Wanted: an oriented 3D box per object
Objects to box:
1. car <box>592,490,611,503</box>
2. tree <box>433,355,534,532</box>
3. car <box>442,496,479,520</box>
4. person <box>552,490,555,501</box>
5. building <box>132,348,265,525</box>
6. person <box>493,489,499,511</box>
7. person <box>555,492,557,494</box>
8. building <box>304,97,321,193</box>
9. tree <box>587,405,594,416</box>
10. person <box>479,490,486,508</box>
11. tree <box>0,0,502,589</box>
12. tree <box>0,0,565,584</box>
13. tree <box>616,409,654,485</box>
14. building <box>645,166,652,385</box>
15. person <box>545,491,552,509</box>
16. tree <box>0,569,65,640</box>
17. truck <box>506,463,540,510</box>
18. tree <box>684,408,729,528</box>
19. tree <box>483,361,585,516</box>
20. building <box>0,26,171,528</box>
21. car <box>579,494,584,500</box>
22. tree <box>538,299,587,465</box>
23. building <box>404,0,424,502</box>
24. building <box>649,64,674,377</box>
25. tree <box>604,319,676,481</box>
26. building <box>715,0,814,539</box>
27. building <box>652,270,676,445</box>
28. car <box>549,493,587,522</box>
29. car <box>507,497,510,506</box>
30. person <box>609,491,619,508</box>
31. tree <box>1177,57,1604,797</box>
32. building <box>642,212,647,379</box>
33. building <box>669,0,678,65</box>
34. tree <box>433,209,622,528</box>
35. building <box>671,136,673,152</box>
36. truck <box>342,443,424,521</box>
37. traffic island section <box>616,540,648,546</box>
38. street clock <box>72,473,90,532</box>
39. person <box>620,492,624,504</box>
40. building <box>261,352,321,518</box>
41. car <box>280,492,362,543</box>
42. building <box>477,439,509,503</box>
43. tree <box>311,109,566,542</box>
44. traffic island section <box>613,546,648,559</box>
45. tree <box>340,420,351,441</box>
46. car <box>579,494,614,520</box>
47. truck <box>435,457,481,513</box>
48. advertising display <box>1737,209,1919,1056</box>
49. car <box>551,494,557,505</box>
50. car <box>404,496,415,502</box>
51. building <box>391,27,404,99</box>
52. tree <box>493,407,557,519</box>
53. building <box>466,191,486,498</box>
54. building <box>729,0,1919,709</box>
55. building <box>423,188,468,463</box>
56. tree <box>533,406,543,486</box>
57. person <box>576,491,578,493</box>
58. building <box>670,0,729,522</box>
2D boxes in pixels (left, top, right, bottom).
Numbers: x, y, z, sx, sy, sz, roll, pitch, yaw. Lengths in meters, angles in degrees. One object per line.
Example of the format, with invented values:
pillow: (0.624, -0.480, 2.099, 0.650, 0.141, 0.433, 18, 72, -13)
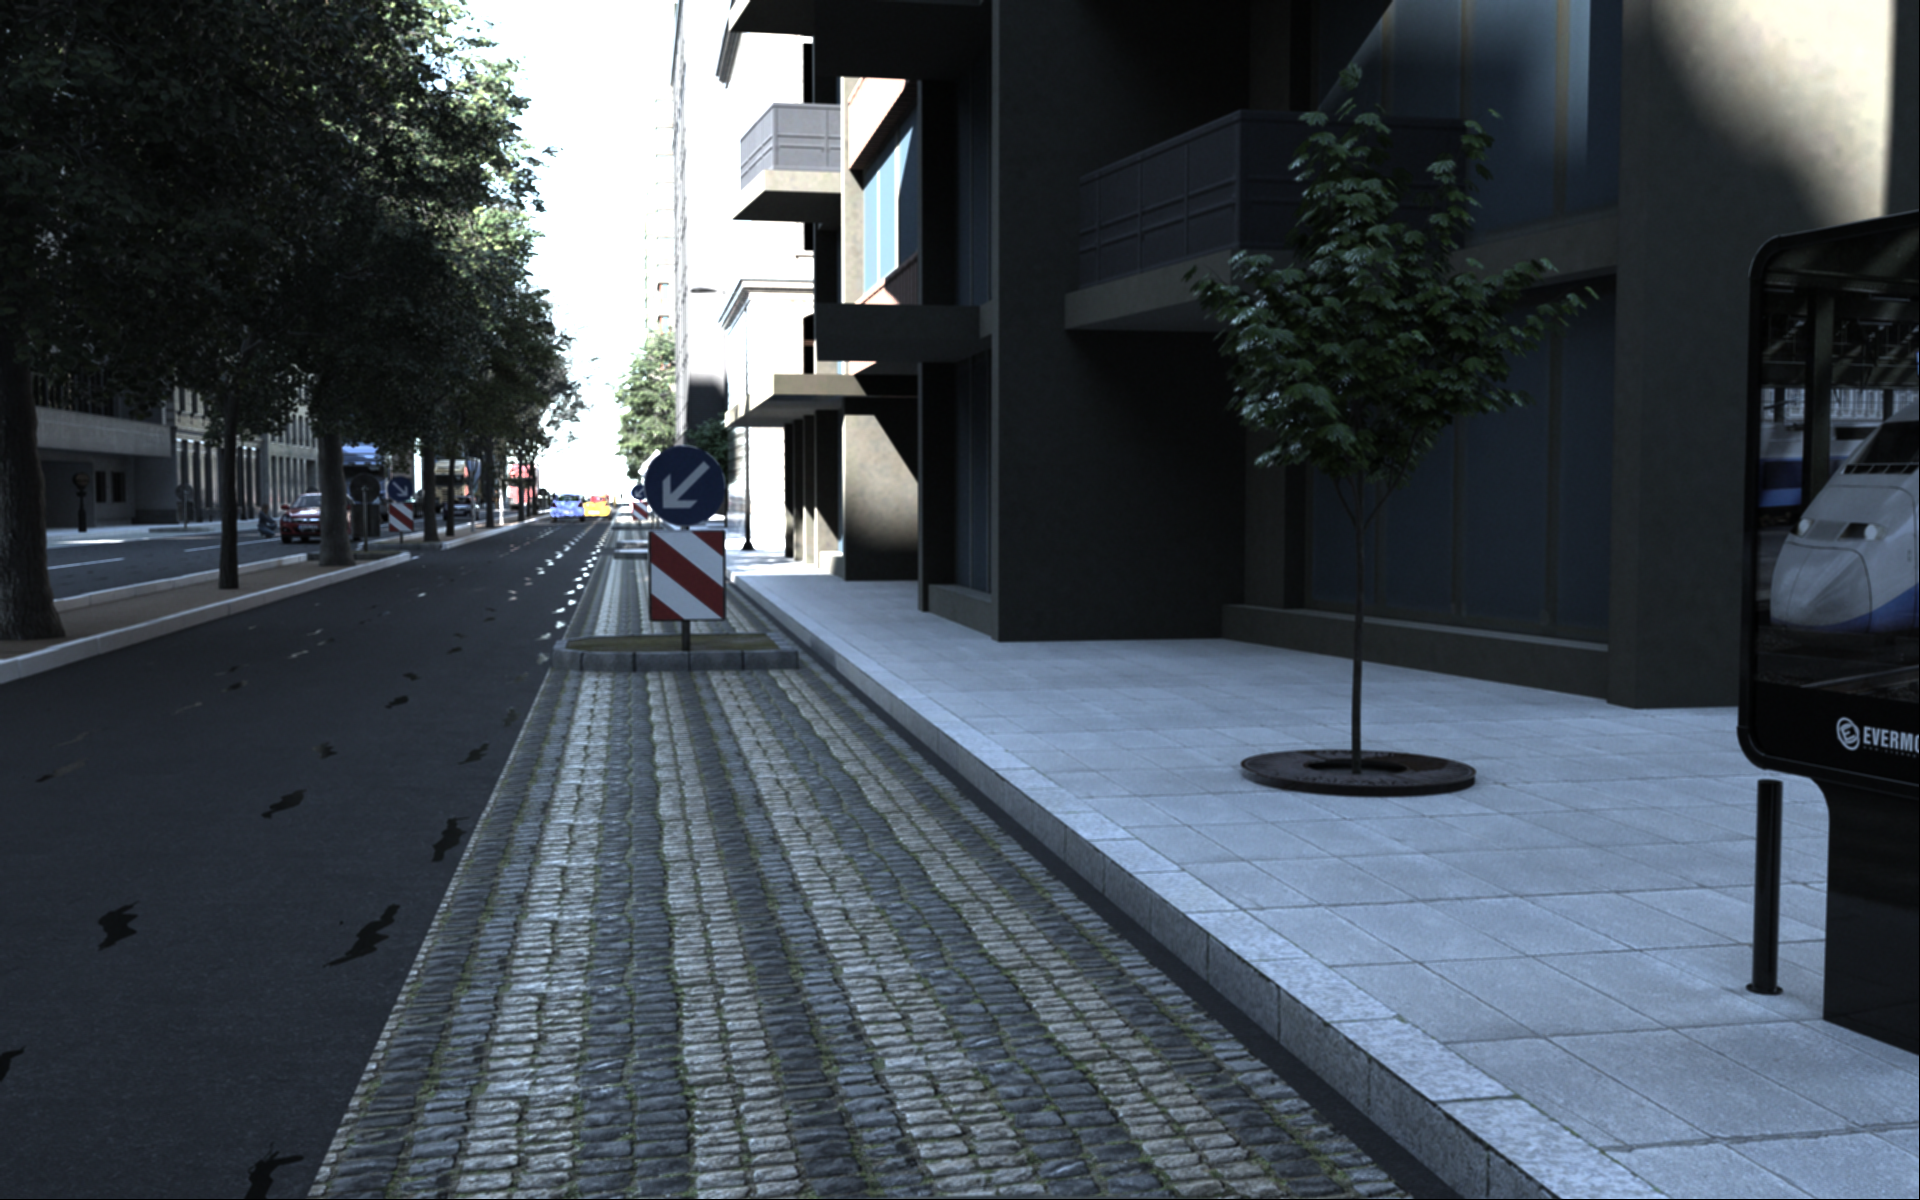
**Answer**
car: (-37.270, -10.439, 179.343, 2.281, 1.827, 5.304, -1, 4, -12)
tree: (-18.073, -6.802, 64.025, 4.360, 8.622, 3.978, 0, 3, 0)
car: (-27.530, -5.077, 95.584, 1.945, 1.354, 3.894, -1, 4, -12)
person: (-37.050, -9.150, 158.126, 0.705, 1.821, 1.348, 0, 3, 0)
building: (-39.314, -14.150, 80.505, 9.793, 20.994, 18.267, -1, 4, -11)
person: (-39.536, -8.531, 147.620, 0.705, 1.869, 1.348, -2, 4, -28)
person: (-57.651, -14.526, 246.514, 0.721, 1.766, 1.217, -1, 4, -8)
building: (-59.916, -26.537, 125.759, 32.217, 40.220, 23.993, -1, 4, -11)
tree: (-26.384, -10.302, 105.310, 8.767, 10.594, 7.601, -1, 4, -11)
person: (-49.532, -10.436, 179.227, 1.348, 1.812, 0.705, 1, 4, 9)
tree: (-10.952, -5.413, 25.373, 8.767, 10.594, 7.601, -1, 4, -11)
tree: (-12.384, -7.636, 33.968, 9.857, 13.997, 8.962, 0, 3, 0)
tree: (-35.510, -17.520, 203.464, 9.611, 12.733, 9.660, 0, 3, 0)
building: (-32.511, -32.761, 219.229, 14.154, 41.232, 14.086, -1, 4, -11)
person: (-39.224, -9.548, 165.343, 1.217, 1.736, 0.721, -1, 4, -12)
tree: (-9.232, -6.576, 16.626, 9.857, 13.997, 8.962, 0, 3, 0)
truck: (-39.363, -10.256, 156.604, 2.839, 4.237, 11.283, -1, 4, -12)
tree: (-9.068, -5.057, 66.398, 4.285, 4.588, 4.351, 0, 3, 0)
tree: (-28.274, -11.384, 114.333, 9.928, 11.665, 9.643, 0, 3, 0)
building: (-37.160, -14.507, 56.250, 14.314, 24.678, 30.058, -1, 4, -11)
car: (-25.227, -6.390, 113.271, 1.959, 1.807, 4.718, -1, 4, -10)
tree: (-17.215, -7.406, 57.950, 8.767, 10.594, 7.601, -1, 4, -11)
building: (-63.100, -52.240, 166.799, 22.319, 86.520, 31.000, -1, 4, -11)
building: (-22.722, -29.728, 169.641, 14.154, 41.232, 14.086, -1, 4, -11)
tree: (-21.550, -13.535, 127.954, 9.857, 13.997, 8.962, 0, 3, 0)
building: (9.625, -14.574, 57.362, 34.723, 24.649, 14.460, -1, 4, -11)
building: (-12.424, -18.675, 150.368, 27.650, 21.520, 28.899, -1, 4, -11)
car: (-20.349, -4.912, 89.900, 1.945, 1.707, 3.694, -1, 4, -12)
car: (-53.397, -12.209, 208.653, 2.155, 1.783, 4.494, -1, 4, -11)
person: (-34.713, -10.072, 173.909, 0.721, 1.736, 1.217, 3, 4, 39)
tree: (1.723, -0.811, 7.863, 1.663, 3.219, 1.824, 0, 3, 0)
building: (-36.997, -37.300, 264.472, 22.147, 44.769, 28.867, -1, 4, -11)
building: (-22.770, -45.755, 186.347, 20.563, 71.187, 20.611, -1, 4, -11)
tree: (-19.673, -9.735, 71.990, 12.009, 13.543, 11.850, 0, 3, 0)
building: (-10.985, -19.764, 110.529, 14.401, 28.519, 23.554, -1, 4, -11)
truck: (-32.257, -6.544, 96.759, 2.967, 4.110, 18.799, -1, 4, -11)
traffic island section: (-8.303, -1.511, 46.984, 2.009, 0.180, 2.903, -1, 4, -11)
street clock: (-29.592, -3.289, 58.350, 0.358, 2.002, 0.471, 3, 4, 37)
person: (-47.881, -14.436, 244.979, 0.683, 1.767, 0.568, 1, 4, 12)
building: (-42.946, -14.858, 97.681, 10.420, 20.320, 16.860, -1, 4, -11)
car: (-19.227, -2.639, 52.184, 2.155, 1.783, 4.494, -1, 4, -10)
building: (-81.511, -25.010, 253.945, 27.650, 21.520, 28.899, -1, 4, -11)
tree: (-15.465, -7.943, 50.456, 7.486, 12.596, 7.792, 0, 3, 0)
traffic island section: (-6.799, -1.031, 39.141, 2.009, 0.180, 2.903, -1, 4, -11)
tree: (-41.857, -9.996, 113.789, 4.737, 8.622, 4.395, 0, 3, 0)
car: (-20.261, -5.257, 96.179, 2.015, 1.641, 3.980, -1, 4, -10)
truck: (-38.779, -8.843, 133.488, 2.839, 4.237, 11.283, -1, 4, -9)
advertising display: (2.207, 0.074, 4.010, 0.123, 1.923, 0.974, -1, 4, -17)
car: (-51.933, -13.099, 223.754, 1.945, 1.707, 3.694, -1, 4, -11)
car: (-40.867, -7.212, 126.704, 1.959, 1.807, 4.718, -1, 4, -13)
building: (-54.747, -30.357, 146.451, 14.600, 45.320, 14.200, -1, 4, -11)
tree: (-24.662, -8.849, 97.507, 4.737, 8.622, 4.395, 0, 3, 0)
building: (-73.724, -34.899, 225.218, 22.147, 44.769, 28.867, -1, 4, -11)
building: (8.216, -22.567, 23.593, 22.147, 44.769, 28.867, -1, 4, -11)
building: (-66.156, -33.915, 204.614, 14.600, 45.320, 14.200, -1, 4, -11)
tree: (-21.297, -7.794, 80.248, 4.360, 8.622, 3.978, 0, 3, 0)
person: (-35.600, -9.281, 160.958, 1.217, 1.735, 0.721, 0, 4, 8)
building: (-7.000, -17.959, 87.143, 14.314, 27.812, 24.014, -1, 4, -11)
